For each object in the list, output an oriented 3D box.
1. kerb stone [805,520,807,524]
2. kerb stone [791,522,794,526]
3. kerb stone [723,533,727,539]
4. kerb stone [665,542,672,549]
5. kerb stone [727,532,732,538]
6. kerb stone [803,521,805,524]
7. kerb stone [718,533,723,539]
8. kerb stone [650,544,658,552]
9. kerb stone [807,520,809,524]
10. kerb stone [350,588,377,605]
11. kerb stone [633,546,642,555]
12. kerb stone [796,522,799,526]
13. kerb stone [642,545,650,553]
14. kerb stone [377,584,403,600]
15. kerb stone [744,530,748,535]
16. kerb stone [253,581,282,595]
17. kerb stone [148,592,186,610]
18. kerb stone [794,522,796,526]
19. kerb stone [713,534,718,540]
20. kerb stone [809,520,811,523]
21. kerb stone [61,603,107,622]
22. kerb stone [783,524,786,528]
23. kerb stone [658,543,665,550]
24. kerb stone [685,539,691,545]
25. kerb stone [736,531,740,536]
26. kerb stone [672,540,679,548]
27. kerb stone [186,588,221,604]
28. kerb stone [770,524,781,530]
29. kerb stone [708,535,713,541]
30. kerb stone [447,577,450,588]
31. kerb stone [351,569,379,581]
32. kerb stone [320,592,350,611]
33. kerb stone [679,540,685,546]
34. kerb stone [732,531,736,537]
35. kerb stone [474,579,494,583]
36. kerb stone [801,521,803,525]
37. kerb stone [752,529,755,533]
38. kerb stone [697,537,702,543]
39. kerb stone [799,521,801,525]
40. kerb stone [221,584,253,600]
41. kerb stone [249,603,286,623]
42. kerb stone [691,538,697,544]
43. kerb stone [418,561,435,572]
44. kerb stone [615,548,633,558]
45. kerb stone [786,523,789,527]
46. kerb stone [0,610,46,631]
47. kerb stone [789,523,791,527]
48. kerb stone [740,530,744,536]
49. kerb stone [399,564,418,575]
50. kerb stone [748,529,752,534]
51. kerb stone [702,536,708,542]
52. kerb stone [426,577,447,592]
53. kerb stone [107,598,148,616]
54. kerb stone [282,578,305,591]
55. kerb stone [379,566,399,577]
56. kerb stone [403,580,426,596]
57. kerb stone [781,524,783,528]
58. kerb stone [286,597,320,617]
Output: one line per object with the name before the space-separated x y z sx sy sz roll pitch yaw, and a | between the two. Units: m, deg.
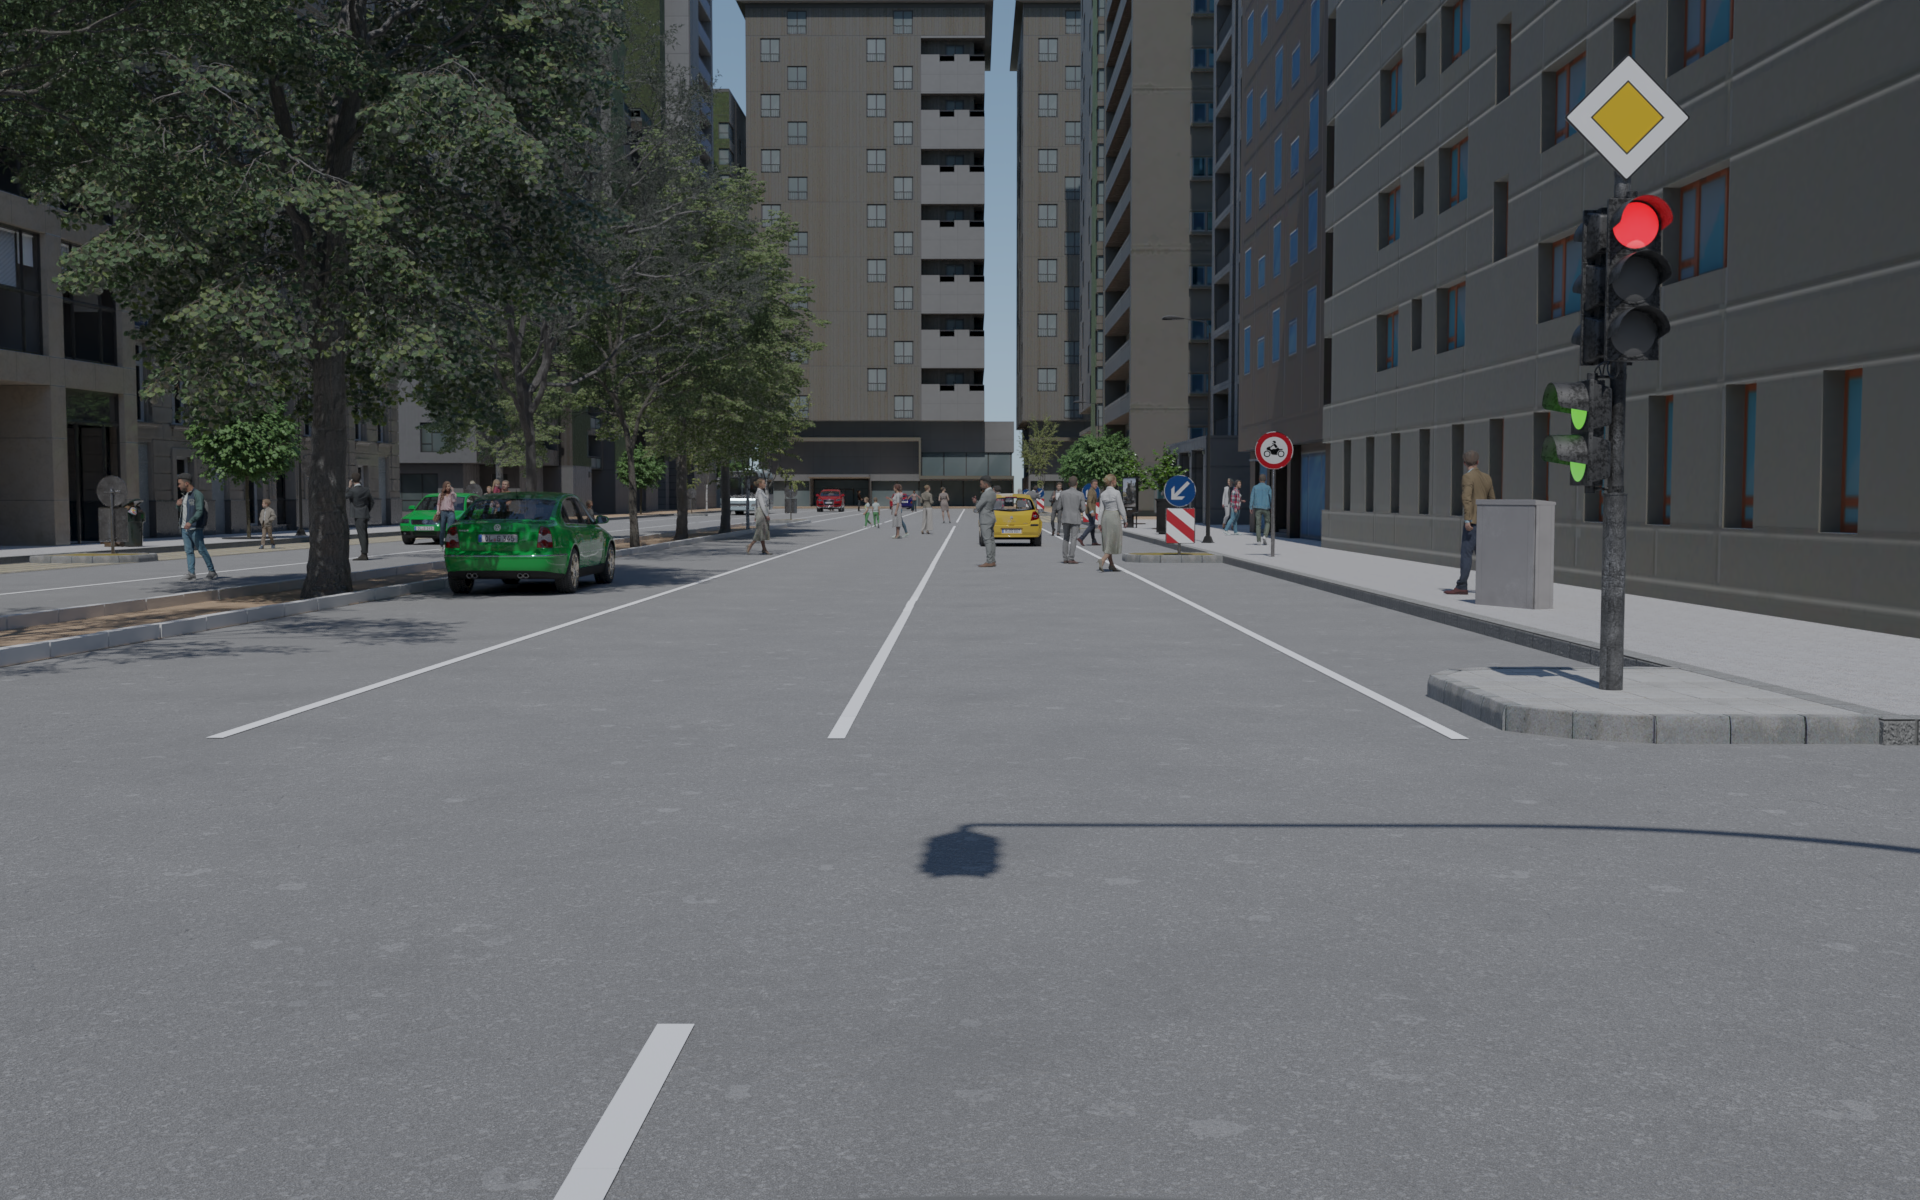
kerb stone | -7.477 -3.673 82.251 0.120 0.150 1.000 0 4 0
kerb stone | -7.529 -3.297 76.096 0.120 0.150 1.000 0 4 0
kerb stone | -7.677 -2.041 55.568 0.120 0.150 1.000 0 4 0
kerb stone | -7.758 -1.414 45.318 0.120 0.150 1.000 0 4 0
kerb stone | -7.673 -2.104 56.591 0.120 0.150 1.000 0 4 0
kerb stone | -7.489 -3.605 81.229 0.120 0.150 1.000 0 4 0
kerb stone | -7.689 -1.979 54.545 0.120 0.150 1.000 0 4 0
kerb stone | -7.765 -1.284 43.260 0.120 0.150 1.000 0 4 0
kerb stone | -7.465 -3.734 83.274 0.120 0.150 1.000 0 4 0
kerb stone | -7.929 -0.028 22.747 0.120 0.150 1.000 0 4 0
kerb stone | -7.784 -1.161 41.207 0.120 0.150 1.000 0 4 0
kerb stone | -7.504 -3.421 78.153 0.120 0.150 1.000 0 4 0
kerb stone | -7.768 -1.221 42.229 0.120 0.150 1.000 0 4 0
kerb stone | -7.909 -0.097 23.774 0.120 0.150 1.000 0 4 0
kerb stone | -7.645 -2.351 60.701 0.120 0.150 1.000 0 4 0
kerb stone | -10.007 -0.158 24.806 0.120 0.150 1.000 0 4 0
kerb stone | -10.030 0.033 21.737 0.120 0.150 1.000 0 4 0
kerb stone | -7.519 -3.356 77.131 0.120 0.150 1.000 0 4 0
kerb stone | -7.693 -1.916 53.520 0.120 0.150 1.000 0 4 0
kerb stone | -7.470 -3.796 84.296 0.120 0.150 1.000 0 4 0
kerb stone | -10.039 0.153 19.692 0.120 0.150 1.000 0 4 0
kerb stone | -7.548 -3.106 73.002 0.120 0.150 1.000 0 4 0
kerb stone | -7.757 -1.351 44.292 0.120 0.150 1.000 0 4 0
kerb stone | -7.731 -1.599 48.386 0.120 0.150 1.000 0 4 0
kerb stone | -7.652 -2.230 58.650 0.120 0.150 1.000 0 4 0
kerb stone | -7.743 -1.476 46.341 0.120 0.150 1.000 0 4 0
kerb stone | -10.030 -0.035 22.761 0.120 0.150 1.000 0 4 0
kerb stone | -7.568 -2.982 70.943 0.120 0.150 1.000 0 4 0
kerb stone | -7.696 -1.853 52.486 0.120 0.150 1.000 0 4 0
kerb stone | -7.889 -0.285 26.859 0.120 0.150 1.000 0 4 0
kerb stone | -9.975 -0.406 28.913 0.120 0.150 1.000 0 4 0
kerb stone | -7.919 0.031 21.724 0.120 0.150 1.000 0 4 0
kerb stone | -7.733 -1.537 47.364 0.120 0.150 1.000 0 4 0
kerb stone | -7.667 -2.163 57.614 0.120 0.150 1.000 0 4 0
kerb stone | -7.876 -0.405 28.916 0.120 0.150 1.000 0 4 0
kerb stone | -7.493 -3.546 80.197 0.120 0.150 1.000 0 4 0
kerb stone | -7.630 -2.475 62.746 0.120 0.150 1.000 0 4 0
kerb stone | -7.711 -1.727 50.435 0.120 0.150 1.000 0 4 0
kerb stone | -7.501 -3.485 79.175 0.120 0.150 1.000 0 4 0
kerb stone | -10.010 -0.097 23.783 0.120 0.150 1.000 0 4 0
kerb stone | -7.942 0.155 19.679 0.120 0.150 1.000 0 4 0
kerb stone | -7.724 -1.662 49.413 0.120 0.150 1.000 0 4 0
kerb stone | -9.963 -0.598 31.980 0.120 0.150 1.000 0 4 0
kerb stone | -7.797 -1.099 40.185 0.120 0.150 1.000 0 4 0
kerb stone | -7.544 -3.170 74.031 0.120 0.150 1.000 0 4 0
kerb stone | -10.046 0.217 18.669 0.120 0.150 1.000 0 4 0
kerb stone | -7.529 -3.231 75.063 0.120 0.150 1.000 0 4 0
kerb stone | -7.648 -2.292 59.673 0.120 0.150 1.000 0 4 0
kerb stone | -9.957 -0.534 30.957 0.120 0.150 1.000 0 4 0
kerb stone | -7.633 -2.418 61.723 0.120 0.150 1.000 0 4 0
kerb stone | -7.701 -1.790 51.464 0.120 0.150 1.000 0 4 0
kerb stone | -7.901 -0.219 25.832 0.120 0.150 1.000 0 4 0
kerb stone | -10.037 0.092 20.715 0.120 0.150 1.000 0 4 0
kerb stone | -10.001 -0.222 25.833 0.120 0.150 1.000 0 4 0
kerb stone | -9.970 -0.471 29.935 0.120 0.150 1.000 0 4 0
kerb stone | -7.906 -0.156 24.802 0.120 0.150 1.000 0 4 0
kerb stone | -7.555 -3.045 71.980 0.120 0.150 1.000 0 4 0
kerb stone | -7.932 0.095 20.702 0.120 0.150 1.000 0 4 0
